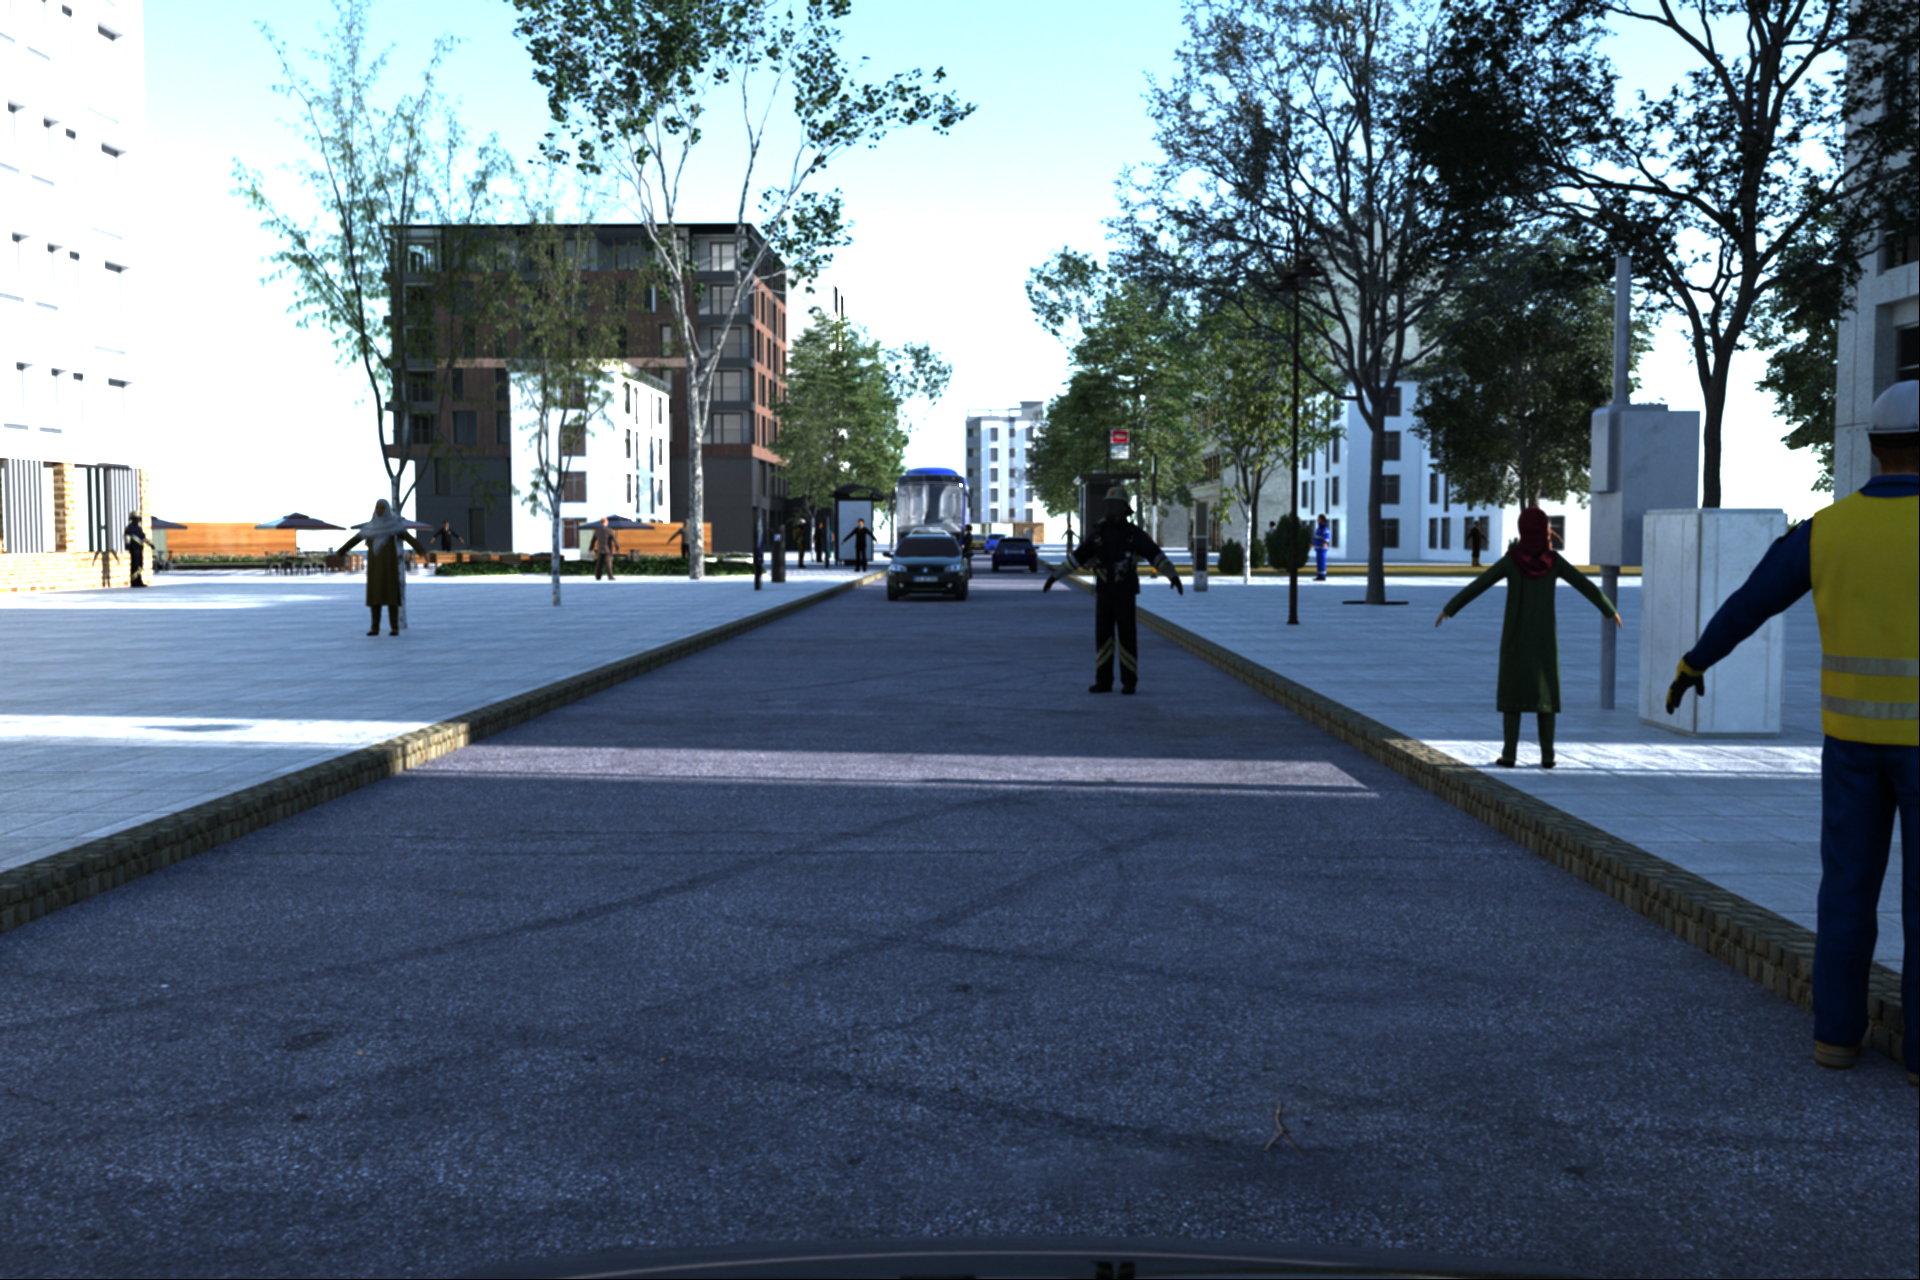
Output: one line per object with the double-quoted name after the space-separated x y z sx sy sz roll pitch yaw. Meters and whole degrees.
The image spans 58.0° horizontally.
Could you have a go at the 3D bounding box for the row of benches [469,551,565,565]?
-15.656 -2.808 61.370 4.104 0.672 1.422 2 4 29 "row of benches"

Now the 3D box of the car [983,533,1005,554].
2.624 -7.141 126.354 1.945 1.707 3.694 0 4 0 "car"

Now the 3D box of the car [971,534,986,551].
1.380 -7.618 134.774 2.015 1.641 3.980 0 4 1 "car"

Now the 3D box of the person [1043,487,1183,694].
1.398 -0.450 15.600 1.354 1.856 0.705 2 4 29 "person"

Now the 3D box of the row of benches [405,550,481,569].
-19.626 -3.063 65.540 1.422 0.672 4.104 2 4 26 "row of benches"

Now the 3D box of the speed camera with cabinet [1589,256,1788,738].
4.911 -1.066 11.773 0.660 3.252 2.038 0 4 1 "speed camera with cabinet"

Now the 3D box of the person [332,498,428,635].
-7.307 -0.922 21.857 1.217 1.736 0.721 0 4 1 "person"

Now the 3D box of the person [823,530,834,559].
-6.755 -5.017 88.154 0.704 1.817 1.347 -3 4 -36 "person"

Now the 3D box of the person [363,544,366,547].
-16.472 -2.573 48.857 0.721 1.737 1.214 1 4 10 "person"

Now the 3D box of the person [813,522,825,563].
-6.215 -4.326 76.958 0.704 1.802 1.346 -2 4 -34 "person"

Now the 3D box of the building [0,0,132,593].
-25.762 -10.658 30.683 16.016 20.090 11.380 0 4 2 "building"

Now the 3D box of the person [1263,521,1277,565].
12.918 -4.016 71.845 0.705 1.806 1.347 2 4 33 "person"

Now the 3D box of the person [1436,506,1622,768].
3.142 -0.022 9.572 0.989 1.438 0.599 1 4 10 "person"

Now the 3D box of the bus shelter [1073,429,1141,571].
5.315 -5.273 63.847 2.179 5.291 8.768 0 4 2 "bus shelter"

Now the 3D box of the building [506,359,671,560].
-20.720 -9.477 97.101 9.099 9.664 28.070 0 4 1 "building"

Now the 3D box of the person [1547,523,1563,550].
23.193 -3.771 68.459 1.217 1.733 0.721 1 4 22 "person"

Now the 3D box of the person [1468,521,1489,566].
20.556 -3.836 68.851 1.346 1.812 0.704 -3 4 -38 "person"

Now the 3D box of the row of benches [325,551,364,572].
-21.243 -2.718 59.896 1.422 0.672 4.104 -1 4 -10 "row of benches"

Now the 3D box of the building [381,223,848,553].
-23.795 -17.527 130.542 27.936 21.610 32.646 0 4 1 "building"

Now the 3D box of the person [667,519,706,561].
-9.510 -3.310 60.241 1.348 1.813 0.705 -1 4 -11 "person"

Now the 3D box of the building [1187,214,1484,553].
27.024 -18.029 125.700 19.493 23.208 18.063 0 4 1 "building"

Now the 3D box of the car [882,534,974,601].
-0.688 -1.761 38.578 2.009 1.686 4.222 0 4 1 "car"

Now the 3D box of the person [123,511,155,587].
-19.885 -2.202 41.864 0.704 1.845 1.351 0 4 0 "person"

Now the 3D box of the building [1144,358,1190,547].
28.814 -21.025 174.693 19.493 23.208 18.063 0 4 1 "building"

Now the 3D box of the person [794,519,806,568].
-5.979 -3.659 65.601 0.705 1.858 1.354 0 4 -2 "person"

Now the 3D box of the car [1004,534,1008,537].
3.637 -9.005 157.025 2.009 1.686 4.222 0 4 0 "car"

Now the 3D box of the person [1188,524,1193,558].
12.311 -5.196 91.097 0.704 1.843 1.345 -1 4 -23 "person"

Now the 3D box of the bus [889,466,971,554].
-0.951 -4.596 66.685 2.896 3.916 12.251 0 4 1 "bus"

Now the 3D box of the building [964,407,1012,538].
0.960 -23.868 249.116 11.380 20.090 16.016 0 4 -1 "building"

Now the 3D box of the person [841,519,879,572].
-3.375 -3.218 58.805 1.347 1.806 0.705 1 4 16 "person"

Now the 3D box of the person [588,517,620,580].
-9.914 -2.553 48.335 0.990 1.755 0.434 1 4 22 "person"

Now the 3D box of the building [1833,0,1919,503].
28.031 -9.587 23.209 16.747 18.905 31.486 0 4 1 "building"

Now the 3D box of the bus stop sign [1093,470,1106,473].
5.763 -5.029 71.246 0.837 3.901 0.837 0 4 1 "bus stop sign"

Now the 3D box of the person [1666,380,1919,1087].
2.505 0.234 4.599 0.705 1.833 1.349 -3 5 -43 "person"

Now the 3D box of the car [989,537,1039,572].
2.090 -3.309 66.684 1.945 1.354 3.894 0 4 1 "car"

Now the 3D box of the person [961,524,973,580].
0.168 -2.731 53.833 0.721 1.740 1.216 1 4 11 "person"

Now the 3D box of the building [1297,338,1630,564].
24.130 -8.929 88.137 9.099 9.664 28.070 0 4 1 "building"

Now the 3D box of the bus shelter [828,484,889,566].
-4.166 -4.789 72.227 2.014 3.302 5.546 0 4 2 "bus shelter"

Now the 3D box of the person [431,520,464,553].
-20.707 -3.910 69.858 1.347 1.837 0.705 -2 4 -34 "person"

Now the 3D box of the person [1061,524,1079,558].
5.696 -5.086 89.423 1.348 1.796 0.705 3 5 43 "person"

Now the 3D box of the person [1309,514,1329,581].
9.897 -2.545 47.583 0.704 1.831 1.345 0 4 -5 "person"
